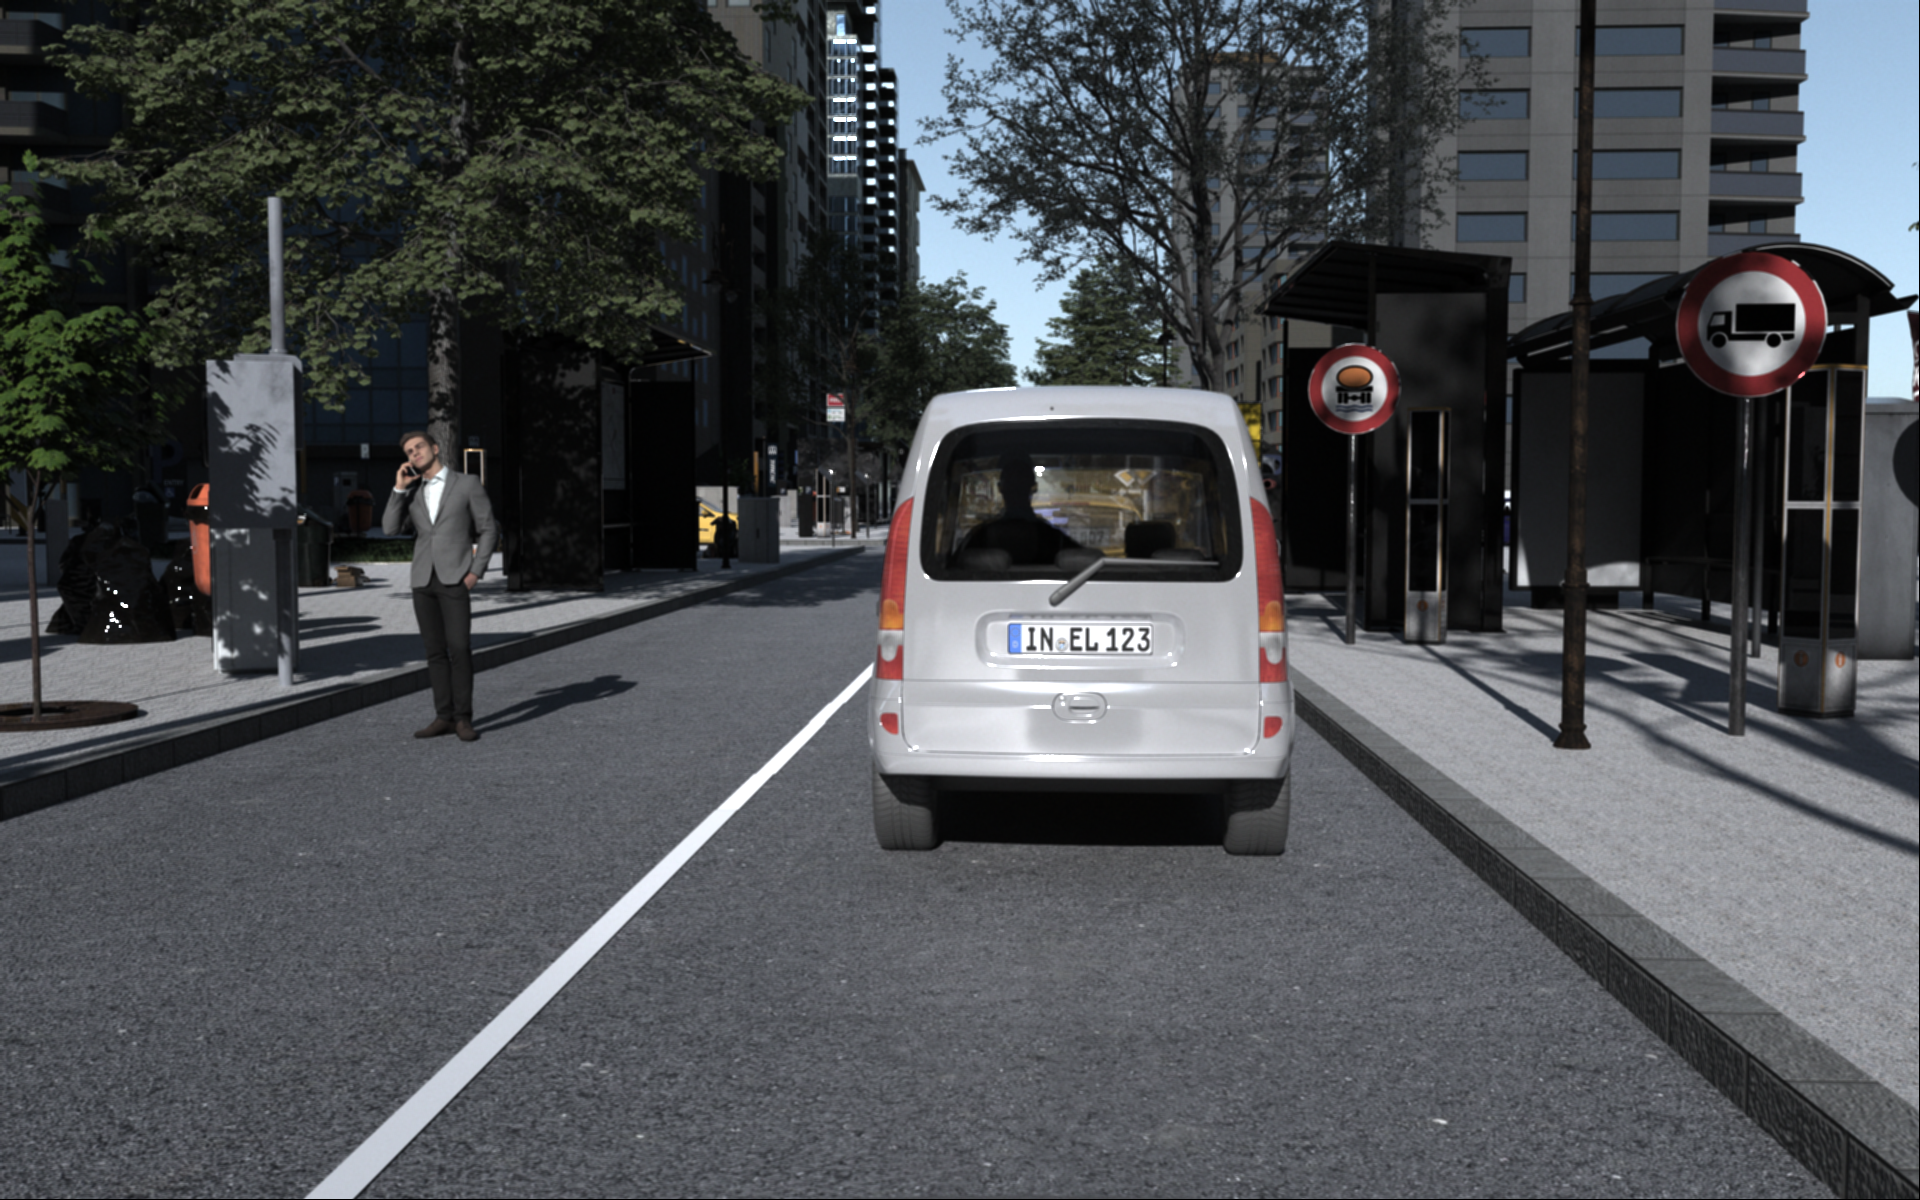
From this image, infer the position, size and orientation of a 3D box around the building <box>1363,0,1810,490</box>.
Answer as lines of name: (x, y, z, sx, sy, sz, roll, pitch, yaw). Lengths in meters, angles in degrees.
building: (34.081, -34.040, 98.559, 21.231, 58.520, 28.212, 0, 4, 3)

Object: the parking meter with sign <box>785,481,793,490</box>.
parking meter with sign: (-10.617, -6.685, 105.555, 1.738, 3.016, 0.543, -3, 5, -45)

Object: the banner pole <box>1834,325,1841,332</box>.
banner pole: (10.324, -1.892, 20.954, 0.863, 3.779, 0.401, 3, 5, 43)

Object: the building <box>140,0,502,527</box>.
building: (-23.692, -25.816, 72.206, 14.600, 45.320, 14.200, 0, 4, 3)

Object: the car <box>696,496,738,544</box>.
car: (-7.203, -2.189, 46.019, 3.980, 1.641, 2.015, 0, 4, 3)

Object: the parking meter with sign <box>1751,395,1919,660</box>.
parking meter with sign: (7.064, -1.053, 13.470, 1.738, 3.016, 0.543, 0, 4, 1)

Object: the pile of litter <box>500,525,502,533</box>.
pile of litter: (-14.698, -2.622, 56.840, 1.719, 0.858, 1.176, 1, 4, 10)

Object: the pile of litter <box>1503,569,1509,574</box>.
pile of litter: (8.312, -0.883, 28.407, 1.176, 0.858, 1.719, -1, 4, -16)

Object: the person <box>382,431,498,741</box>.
person: (-3.048, -0.092, 10.183, 0.592, 1.802, 0.473, 2, 4, 25)

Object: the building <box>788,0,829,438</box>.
building: (-20.975, -44.291, 162.403, 20.563, 71.187, 20.611, 0, 4, 3)

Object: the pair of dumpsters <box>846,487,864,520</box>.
pair of dumpsters: (-4.417, -4.681, 79.027, 1.574, 2.255, 4.437, 0, 4, 3)

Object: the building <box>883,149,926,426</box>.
building: (-20.400, -41.508, 267.886, 28.713, 52.752, 27.495, 0, 4, 3)

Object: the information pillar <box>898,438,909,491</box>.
information pillar: (-2.368, -4.972, 72.641, 0.504, 3.616, 0.183, 1, 4, 21)

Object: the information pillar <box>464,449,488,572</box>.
information pillar: (-7.979, -1.472, 28.567, 0.304, 2.012, 0.304, 0, 4, -5)

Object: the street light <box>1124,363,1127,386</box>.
street light: (5.815, -5.399, 61.055, 0.468, 5.910, 1.993, 0, 4, 3)

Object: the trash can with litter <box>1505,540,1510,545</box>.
trash can with litter: (13.338, -1.786, 40.596, 1.055, 1.170, 0.624, 1, 4, 16)

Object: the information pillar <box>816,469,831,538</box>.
information pillar: (-3.985, -2.821, 50.620, 0.304, 2.012, 0.304, 2, 4, 33)

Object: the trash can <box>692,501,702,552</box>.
trash can: (-5.860, -1.544, 36.904, 0.748, 1.137, 0.748, 0, 3, 0)

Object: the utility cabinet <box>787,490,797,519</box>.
utility cabinet: (-8.904, -4.929, 89.275, 1.173, 1.500, 0.318, 3, 5, 44)

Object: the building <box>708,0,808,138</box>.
building: (-26.957, -33.626, 139.025, 28.713, 52.752, 27.495, 0, 4, 3)

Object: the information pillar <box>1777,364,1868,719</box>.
information pillar: (4.964, -0.336, 9.984, 0.304, 2.012, 0.304, -2, 4, -28)

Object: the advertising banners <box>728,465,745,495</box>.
advertising banners: (-13.094, -6.571, 103.616, 2.074, 3.025, 0.090, 1, 4, 8)

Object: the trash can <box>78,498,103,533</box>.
trash can: (-28.933, -2.816, 57.691, 0.748, 1.137, 0.748, 0, 3, 0)

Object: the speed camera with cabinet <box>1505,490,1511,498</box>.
speed camera with cabinet: (23.765, -5.060, 77.062, 2.038, 3.252, 0.660, 0, 4, 2)

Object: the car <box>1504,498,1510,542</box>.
car: (14.090, -2.020, 45.600, 3.894, 1.354, 1.945, 0, 4, 5)

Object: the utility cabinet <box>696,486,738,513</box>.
utility cabinet: (-7.058, -2.545, 50.288, 1.173, 1.500, 0.318, -2, 4, -27)

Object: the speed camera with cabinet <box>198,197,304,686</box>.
speed camera with cabinet: (-5.005, -1.094, 12.222, 0.660, 3.252, 2.038, -1, 4, -22)

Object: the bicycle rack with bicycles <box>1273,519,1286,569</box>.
bicycle rack with bicycles: (5.069, -0.664, 24.242, 2.925, 0.926, 2.852, -2, 4, -23)

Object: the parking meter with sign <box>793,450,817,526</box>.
parking meter with sign: (-5.969, -4.482, 69.538, 0.543, 3.016, 1.738, 1, 4, 22)

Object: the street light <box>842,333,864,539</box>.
street light: (-3.070, -4.712, 49.823, 0.468, 5.910, 1.993, 0, 4, 3)

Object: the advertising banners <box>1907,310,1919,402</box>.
advertising banners: (9.857, -1.284, 17.187, 2.074, 3.025, 0.090, -3, 4, -36)

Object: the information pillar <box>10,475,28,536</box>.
information pillar: (-28.484, -3.733, 52.382, 0.504, 3.616, 0.183, 0, 4, 1)

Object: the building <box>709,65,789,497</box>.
building: (-19.574, -21.106, 116.777, 14.160, 30.474, 14.107, 0, 4, 3)

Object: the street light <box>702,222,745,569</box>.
street light: (-4.041, -3.483, 29.738, 0.468, 5.910, 1.993, 0, 4, 3)

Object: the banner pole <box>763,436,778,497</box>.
banner pole: (-8.249, -5.194, 74.945, 0.863, 3.779, 0.401, 1, 4, 17)

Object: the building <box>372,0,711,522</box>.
building: (-21.917, -27.168, 94.303, 14.600, 45.320, 14.200, 0, 4, 3)

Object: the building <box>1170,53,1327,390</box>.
building: (39.613, -42.589, 238.329, 21.231, 58.520, 28.212, 0, 4, 3)

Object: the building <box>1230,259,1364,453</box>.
building: (37.781, -18.131, 141.483, 27.650, 21.520, 28.899, 0, 4, 3)

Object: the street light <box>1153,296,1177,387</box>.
street light: (4.764, -4.130, 40.317, 0.468, 5.910, 1.993, 0, 4, 3)

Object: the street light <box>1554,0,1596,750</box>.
street light: (3.104, -2.191, 8.603, 0.468, 5.910, 1.993, 0, 4, 3)

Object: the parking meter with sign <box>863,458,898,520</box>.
parking meter with sign: (-3.862, -5.374, 84.118, 1.738, 3.016, 0.543, 1, 4, 9)

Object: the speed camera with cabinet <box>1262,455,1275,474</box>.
speed camera with cabinet: (6.428, -2.838, 40.739, 2.038, 3.252, 0.660, -2, 4, -28)

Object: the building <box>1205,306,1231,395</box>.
building: (38.971, -19.894, 170.305, 27.650, 21.520, 28.899, 0, 4, 3)

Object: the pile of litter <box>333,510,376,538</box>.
pile of litter: (-17.646, -2.199, 49.922, 1.719, 0.858, 1.176, 0, 4, 3)

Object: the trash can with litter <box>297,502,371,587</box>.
trash can with litter: (-8.732, -0.772, 24.004, 1.055, 1.170, 0.624, 0, 4, -2)

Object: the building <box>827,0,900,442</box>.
building: (-18.613, -56.532, 236.964, 22.319, 86.520, 31.000, 0, 4, 3)

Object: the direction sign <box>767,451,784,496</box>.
direction sign: (-9.633, -6.033, 90.637, 0.876, 3.537, 0.379, -1, 4, -19)

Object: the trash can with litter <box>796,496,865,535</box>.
trash can with litter: (-4.205, -2.717, 55.476, 2.233, 1.210, 1.678, 2, 4, 30)

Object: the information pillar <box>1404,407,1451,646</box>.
information pillar: (3.990, -0.630, 14.785, 0.304, 2.012, 0.304, 2, 4, 27)

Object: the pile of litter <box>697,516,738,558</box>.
pile of litter: (-4.673, -1.282, 34.931, 1.719, 0.858, 1.176, 2, 4, 26)

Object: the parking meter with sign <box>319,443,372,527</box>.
parking meter with sign: (-20.939, -3.835, 58.957, 0.543, 3.016, 1.738, 3, 5, 40)

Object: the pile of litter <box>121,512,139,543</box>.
pile of litter: (-19.906, -1.654, 41.010, 1.176, 0.858, 1.719, 0, 4, 1)

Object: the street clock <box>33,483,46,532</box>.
street clock: (-33.059, -3.529, 62.270, 0.471, 2.002, 0.358, 1, 4, 13)

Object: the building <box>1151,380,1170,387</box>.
building: (43.821, -25.856, 267.782, 27.650, 21.520, 28.899, 0, 4, 3)

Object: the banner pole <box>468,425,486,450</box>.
banner pole: (-17.465, -4.454, 62.847, 0.863, 3.779, 0.401, -3, 5, -39)

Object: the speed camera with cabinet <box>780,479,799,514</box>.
speed camera with cabinet: (-10.769, -7.089, 110.245, 2.038, 3.252, 0.660, 3, 5, 43)

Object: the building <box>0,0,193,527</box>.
building: (-45.126, -25.627, 73.629, 28.867, 44.769, 22.147, 0, 4, 3)
